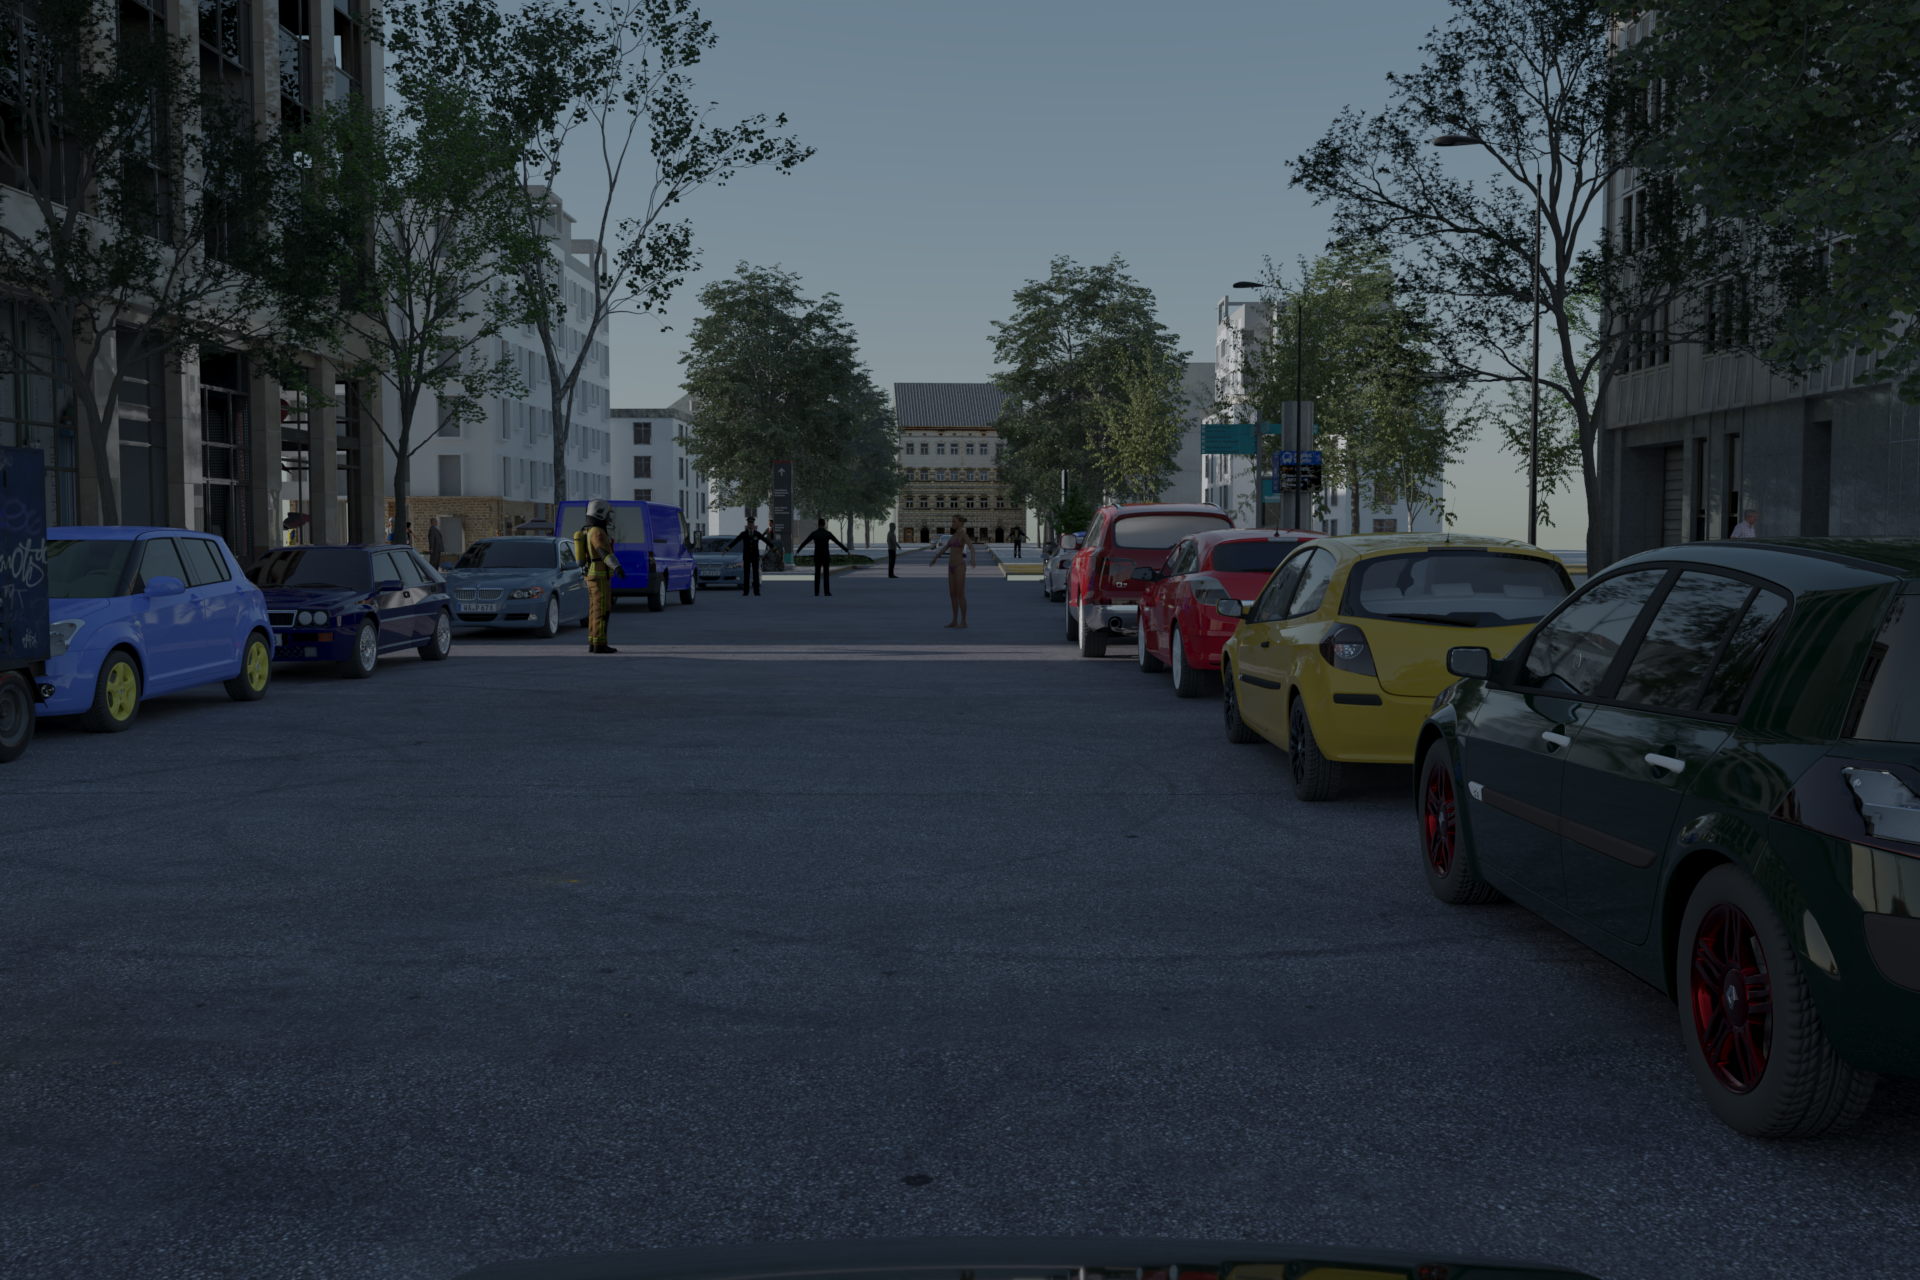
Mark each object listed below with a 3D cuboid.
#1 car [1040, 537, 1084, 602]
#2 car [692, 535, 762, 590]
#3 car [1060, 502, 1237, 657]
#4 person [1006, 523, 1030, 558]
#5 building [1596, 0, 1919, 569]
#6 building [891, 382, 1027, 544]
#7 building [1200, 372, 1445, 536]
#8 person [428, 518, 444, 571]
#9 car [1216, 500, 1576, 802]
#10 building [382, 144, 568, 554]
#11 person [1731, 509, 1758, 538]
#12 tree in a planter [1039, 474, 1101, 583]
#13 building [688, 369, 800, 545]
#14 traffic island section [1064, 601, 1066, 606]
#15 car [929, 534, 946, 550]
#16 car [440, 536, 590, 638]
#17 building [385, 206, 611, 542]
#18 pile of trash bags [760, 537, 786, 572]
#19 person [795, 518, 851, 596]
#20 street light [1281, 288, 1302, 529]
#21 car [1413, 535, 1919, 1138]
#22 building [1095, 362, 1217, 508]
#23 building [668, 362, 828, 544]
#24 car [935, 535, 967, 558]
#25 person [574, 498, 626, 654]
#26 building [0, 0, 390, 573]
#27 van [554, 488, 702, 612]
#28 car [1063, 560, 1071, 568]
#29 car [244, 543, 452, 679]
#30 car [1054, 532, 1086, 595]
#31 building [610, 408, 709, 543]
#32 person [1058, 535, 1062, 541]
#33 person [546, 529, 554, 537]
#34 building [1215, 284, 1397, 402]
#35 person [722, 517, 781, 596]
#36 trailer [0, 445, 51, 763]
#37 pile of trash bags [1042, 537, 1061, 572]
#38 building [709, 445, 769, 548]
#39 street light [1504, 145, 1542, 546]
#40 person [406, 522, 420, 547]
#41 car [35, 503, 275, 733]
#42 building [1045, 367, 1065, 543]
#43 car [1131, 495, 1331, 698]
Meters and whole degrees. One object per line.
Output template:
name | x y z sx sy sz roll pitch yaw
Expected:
car | 2.823 -1.559 37.846 2.083 1.381 4.827 0 4 0
car | -6.280 -2.064 45.751 2.014 1.417 4.499 0 4 1
car | 2.417 -0.793 21.644 2.281 1.827 5.304 0 4 1
person | 3.063 -5.274 92.013 1.354 1.856 0.705 1 4 18
building | 26.059 -13.887 44.307 12.078 24.872 19.932 0 4 1
building | -0.488 -25.485 250.071 18.063 23.208 19.493 0 4 -5
building | 20.773 -9.883 103.727 9.099 9.664 28.070 0 4 0
person | -15.185 -2.670 50.253 0.434 1.755 0.990 0 4 3
car | 2.665 -0.029 10.695 2.015 1.641 3.980 0 4 1
building | -27.108 -13.942 84.371 16.016 20.090 11.380 0 3 0
person | 13.540 -1.394 29.772 0.756 1.711 0.436 -2 4 -28
tree in a planter | 3.345 -3.295 51.097 1.991 3.239 1.994 0 4 1
building | -24.369 -20.716 195.119 16.016 20.090 11.380 0 4 0
traffic island section | 3.083 -0.700 34.310 1.991 0.108 1.994 0 4 0
car | -1.771 -8.934 155.851 2.009 1.686 4.222 0 4 1
car | -6.437 -0.814 25.316 2.014 1.417 4.499 0 4 0
building | -28.129 -14.986 101.440 16.016 20.090 11.380 0 4 0
pile of trash bags | -6.919 -2.991 58.651 1.912 1.369 3.447 0 4 1
person | -3.190 -1.923 40.122 1.346 1.802 0.704 1 4 10
street light | 6.793 -3.634 31.964 1.470 5.913 1.316 0 4 0
car | 2.694 0.262 5.500 2.009 1.686 4.222 0 4 1
building | 23.943 -19.605 187.001 16.747 18.905 31.486 0 4 0
building | -27.056 -23.992 223.190 19.493 23.208 18.063 0 4 0
car | -0.524 -5.771 106.713 2.083 1.381 4.827 0 4 0
person | -4.318 -0.773 20.859 0.705 1.858 1.354 -2 4 -26
building | -30.004 -16.673 38.832 22.709 31.103 35.509 0 4 1
van | -6.378 -1.784 33.560 2.240 2.365 5.245 0 4 0
car | 2.713 -0.920 27.396 2.083 1.381 4.827 0 4 -1
car | -6.714 -0.354 18.376 1.945 1.354 3.894 0 4 0
car | 3.289 -1.997 42.238 1.945 1.707 3.694 0 4 0
building | -23.225 -11.481 129.858 9.099 9.664 28.070 0 4 1
person | 5.381 -5.131 90.167 0.705 1.796 1.348 -1 4 -15
person | -11.411 -2.357 47.812 0.697 1.427 0.421 0 4 -4
building | 25.593 -17.226 138.058 16.016 20.090 11.380 0 4 1
person | -4.851 -1.948 40.247 1.347 1.837 0.705 -1 4 -9
trailer | -6.664 -0.167 9.780 1.471 1.999 3.904 0 4 1
pile of trash bags | 3.753 -3.019 59.111 1.912 1.369 3.447 0 4 0
building | -21.497 -14.160 173.668 9.099 9.664 28.070 0 4 1
street light | 7.286 -2.921 20.305 1.470 5.913 1.316 0 4 0
person | -24.489 -4.333 76.987 1.345 1.843 0.704 3 5 40
car | -6.877 -0.246 13.617 1.945 1.707 3.694 0 4 1
building | 24.783 -23.191 223.139 27.936 21.610 32.646 0 4 1
car | 2.767 -0.465 16.639 2.155 1.783 4.494 0 4 0
